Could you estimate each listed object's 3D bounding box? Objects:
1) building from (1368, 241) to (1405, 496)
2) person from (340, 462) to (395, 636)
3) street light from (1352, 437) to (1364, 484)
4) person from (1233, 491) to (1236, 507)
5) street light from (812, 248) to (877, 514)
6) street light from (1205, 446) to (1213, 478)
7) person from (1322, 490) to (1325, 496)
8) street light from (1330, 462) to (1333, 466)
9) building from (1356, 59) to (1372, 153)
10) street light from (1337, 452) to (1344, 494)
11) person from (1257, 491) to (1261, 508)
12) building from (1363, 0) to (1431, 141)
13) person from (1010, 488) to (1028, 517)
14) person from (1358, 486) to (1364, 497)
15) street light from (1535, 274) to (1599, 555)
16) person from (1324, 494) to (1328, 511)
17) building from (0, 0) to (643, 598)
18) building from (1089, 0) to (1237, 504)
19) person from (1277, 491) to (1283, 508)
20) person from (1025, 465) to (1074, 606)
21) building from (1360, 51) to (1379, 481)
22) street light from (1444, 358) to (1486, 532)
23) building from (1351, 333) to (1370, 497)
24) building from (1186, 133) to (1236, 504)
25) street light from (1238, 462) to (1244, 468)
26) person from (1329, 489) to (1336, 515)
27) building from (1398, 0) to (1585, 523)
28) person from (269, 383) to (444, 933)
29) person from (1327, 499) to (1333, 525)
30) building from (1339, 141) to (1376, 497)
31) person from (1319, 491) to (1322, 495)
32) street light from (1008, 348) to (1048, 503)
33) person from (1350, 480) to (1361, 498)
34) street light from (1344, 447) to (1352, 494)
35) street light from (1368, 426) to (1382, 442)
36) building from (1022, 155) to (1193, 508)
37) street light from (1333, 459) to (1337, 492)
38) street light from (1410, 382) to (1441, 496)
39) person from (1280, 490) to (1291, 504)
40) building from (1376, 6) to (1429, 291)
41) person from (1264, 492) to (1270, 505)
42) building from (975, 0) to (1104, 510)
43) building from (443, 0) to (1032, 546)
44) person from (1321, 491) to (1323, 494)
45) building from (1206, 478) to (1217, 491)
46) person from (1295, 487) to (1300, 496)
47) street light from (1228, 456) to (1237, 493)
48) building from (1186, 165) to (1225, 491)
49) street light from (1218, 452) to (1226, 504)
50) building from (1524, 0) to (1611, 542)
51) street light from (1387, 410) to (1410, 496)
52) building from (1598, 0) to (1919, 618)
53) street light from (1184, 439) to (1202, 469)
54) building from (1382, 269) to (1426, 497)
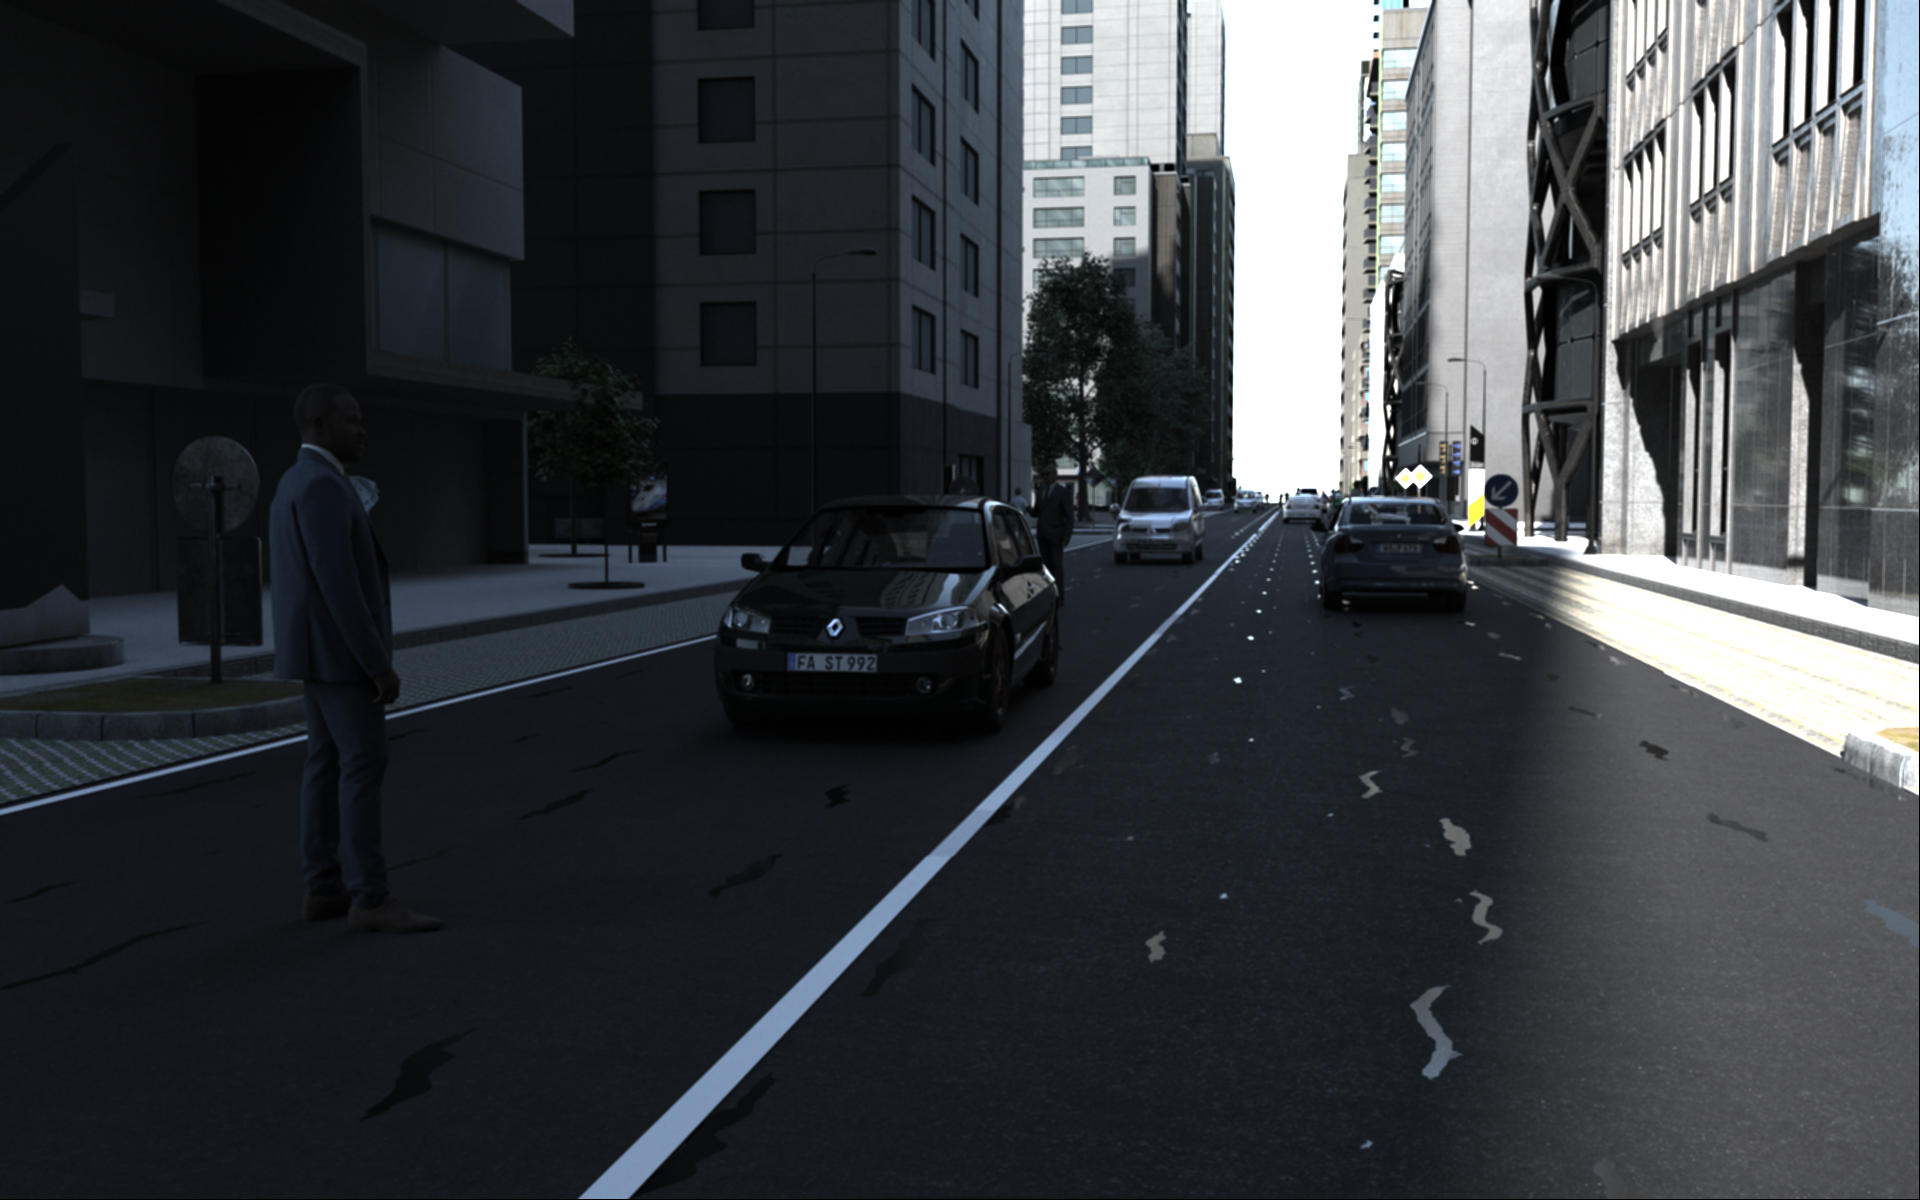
[{"bbox_3d":[36.711,-16.906,131.160,10.420,20.320,16.860,1,4,11],"label":"building"},{"bbox_3d":[-3.408,-0.048,9.385,0.616,1.811,0.778,-3,4,-38],"label":"person"},{"bbox_3d":[34.395,-10.703,147.538,1.470,5.913,1.316,1,4,11],"label":"street light"},{"bbox_3d":[30.388,-11.193,191.520,0.705,1.822,1.348,1,4,16],"label":"person"},{"bbox_3d":[-2.254,-3.698,33.007,1.470,5.913,1.316,1,4,11],"label":"street light"},{"bbox_3d":[23.905,-11.968,168.209,1.470,5.913,1.316,1,4,11],"label":"street light"},{"bbox_3d":[33.835,-9.352,161.391,0.705,1.826,1.348,0,4,-5],"label":"person"},{"bbox_3d":[49.961,-15.693,229.113,1.470,5.913,1.316,1,4,11],"label":"street light"},{"bbox_3d":[73.054,-51.684,283.278,20.563,71.187,20.611,1,4,11],"label":"building"},{"bbox_3d":[43.004,-13.453,192.492,1.470,5.913,1.316,1,4,11],"label":"street light"},{"bbox_3d":[30.796,-10.377,178.879,0.721,1.743,1.217,-1,4,-19],"label":"person"},{"bbox_3d":[68.944,-57.780,257.369,22.319,86.520,31.000,1,4,11],"label":"building"},{"bbox_3d":[1.612,-2.321,48.255,0.589,1.601,0.330,1,4,10],"label":"person"},{"bbox_3d":[15.723,-3.635,68.197,0.793,1.790,0.793,0,4,7],"label":"person"},{"bbox_3d":[12.863,-3.923,36.683,1.470,5.913,1.316,1,4,11],"label":"street light"},{"bbox_3d":[31.857,-8.488,150.499,0.599,1.433,0.991,3,4,36],"label":"person"},{"bbox_3d":[-21.418,-26.280,18.912,28.713,52.752,27.495,1,4,11],"label":"building"},{"bbox_3d":[31.026,-50.133,257.928,20.563,71.187,20.611,1,4,11],"label":"building"},{"bbox_3d":[32.921,-10.343,178.411,0.742,1.727,0.445,2,4,25],"label":"person"},{"bbox_3d":[1.129,-0.830,22.240,0.661,1.801,0.590,3,4,39],"label":"person"},{"bbox_3d":[50.778,-31.457,168.941,22.147,44.769,28.867,1,4,11],"label":"building"},{"bbox_3d":[17.315,-5.296,59.132,1.470,5.913,1.316,1,4,11],"label":"street light"},{"bbox_3d":[59.343,-21.549,197.362,27.650,21.520,28.899,1,4,11],"label":"building"},{"bbox_3d":[26.477,-37.539,237.463,21.300,48.544,21.600,1,4,11],"label":"building"},{"bbox_3d":[43.922,-18.289,271.557,1.470,5.913,1.316,1,4,11],"label":"street light"},{"bbox_3d":[25.472,-6.720,118.545,0.466,1.800,0.511,-1,4,-18],"label":"person"},{"bbox_3d":[30.570,-18.046,88.563,14.314,27.812,24.014,1,4,11],"label":"building"},{"bbox_3d":[-2.082,0.177,5.791,0.419,1.800,0.721,-3,5,-40],"label":"person"},{"bbox_3d":[17.029,-4.030,79.402,0.382,1.210,0.505,-1,4,-12],"label":"person"},{"bbox_3d":[62.280,-37.226,232.341,21.300,48.544,21.600,1,4,11],"label":"building"},{"bbox_3d":[40.715,-11.430,196.054,0.621,1.740,0.551,2,4,35],"label":"person"},{"bbox_3d":[2.112,-5.072,55.472,1.470,5.913,1.316,1,4,11],"label":"street light"},{"bbox_3d":[11.719,-2.657,51.783,0.795,1.843,0.661,1,4,14],"label":"person"},{"bbox_3d":[38.758,-12.077,170.004,1.470,5.913,1.316,1,4,11],"label":"street light"},{"bbox_3d":[28.667,-8.905,118.132,1.470,5.913,1.316,1,4,11],"label":"street light"},{"bbox_3d":[12.872,-23.244,151.742,14.160,30.474,14.107,1,4,11],"label":"building"},{"bbox_3d":[47.629,-14.887,215.941,1.470,5.913,1.316,1,4,11],"label":"street light"},{"bbox_3d":[19.636,-6.081,71.965,1.470,5.913,1.316,1,4,11],"label":"street light"},{"bbox_3d":[32.972,-10.167,174.758,1.348,1.821,0.705,1,4,22],"label":"person"},{"bbox_3d":[42.867,-28.449,148.741,14.154,41.232,14.086,1,4,11],"label":"building"},{"bbox_3d":[40.467,-13.406,228.237,0.990,1.755,0.434,3,5,43],"label":"person"},{"bbox_3d":[13.674,-44.646,168.208,20.563,71.187,20.611,1,4,11],"label":"building"},{"bbox_3d":[-9.492,-37.521,51.715,20.611,71.187,20.563,1,4,11],"label":"building"},{"bbox_3d":[43.044,-12.068,206.345,0.617,1.759,0.750,3,4,37],"label":"person"},{"bbox_3d":[12.311,-30.643,192.900,32.217,40.220,23.993,1,4,11],"label":"building"},{"bbox_3d":[18.916,-5.387,96.679,0.767,1.812,0.694,0,4,-2],"label":"person"},{"bbox_3d":[35.197,-15.524,226.354,1.470,5.913,1.316,1,4,11],"label":"street light"},{"bbox_3d":[24.622,-32.214,210.285,14.154,41.232,14.086,1,4,11],"label":"building"},{"bbox_3d":[28.239,-13.342,190.680,1.470,5.913,1.316,1,4,11],"label":"street light"},{"bbox_3d":[24.534,-11.068,48.421,16.820,18.784,16.811,1,4,11],"label":"building"},{"bbox_3d":[24.327,-7.529,95.642,1.470,5.913,1.316,1,4,11],"label":"street light"},{"bbox_3d":[17.592,-12.672,25.211,12.078,24.808,19.932,1,4,11],"label":"building"},{"bbox_3d":[19.384,-10.554,145.095,1.470,5.913,1.316,1,4,11],"label":"street light"},{"bbox_3d":[36.502,-15.088,114.133,16.820,18.784,16.811,1,4,11],"label":"building"}]
